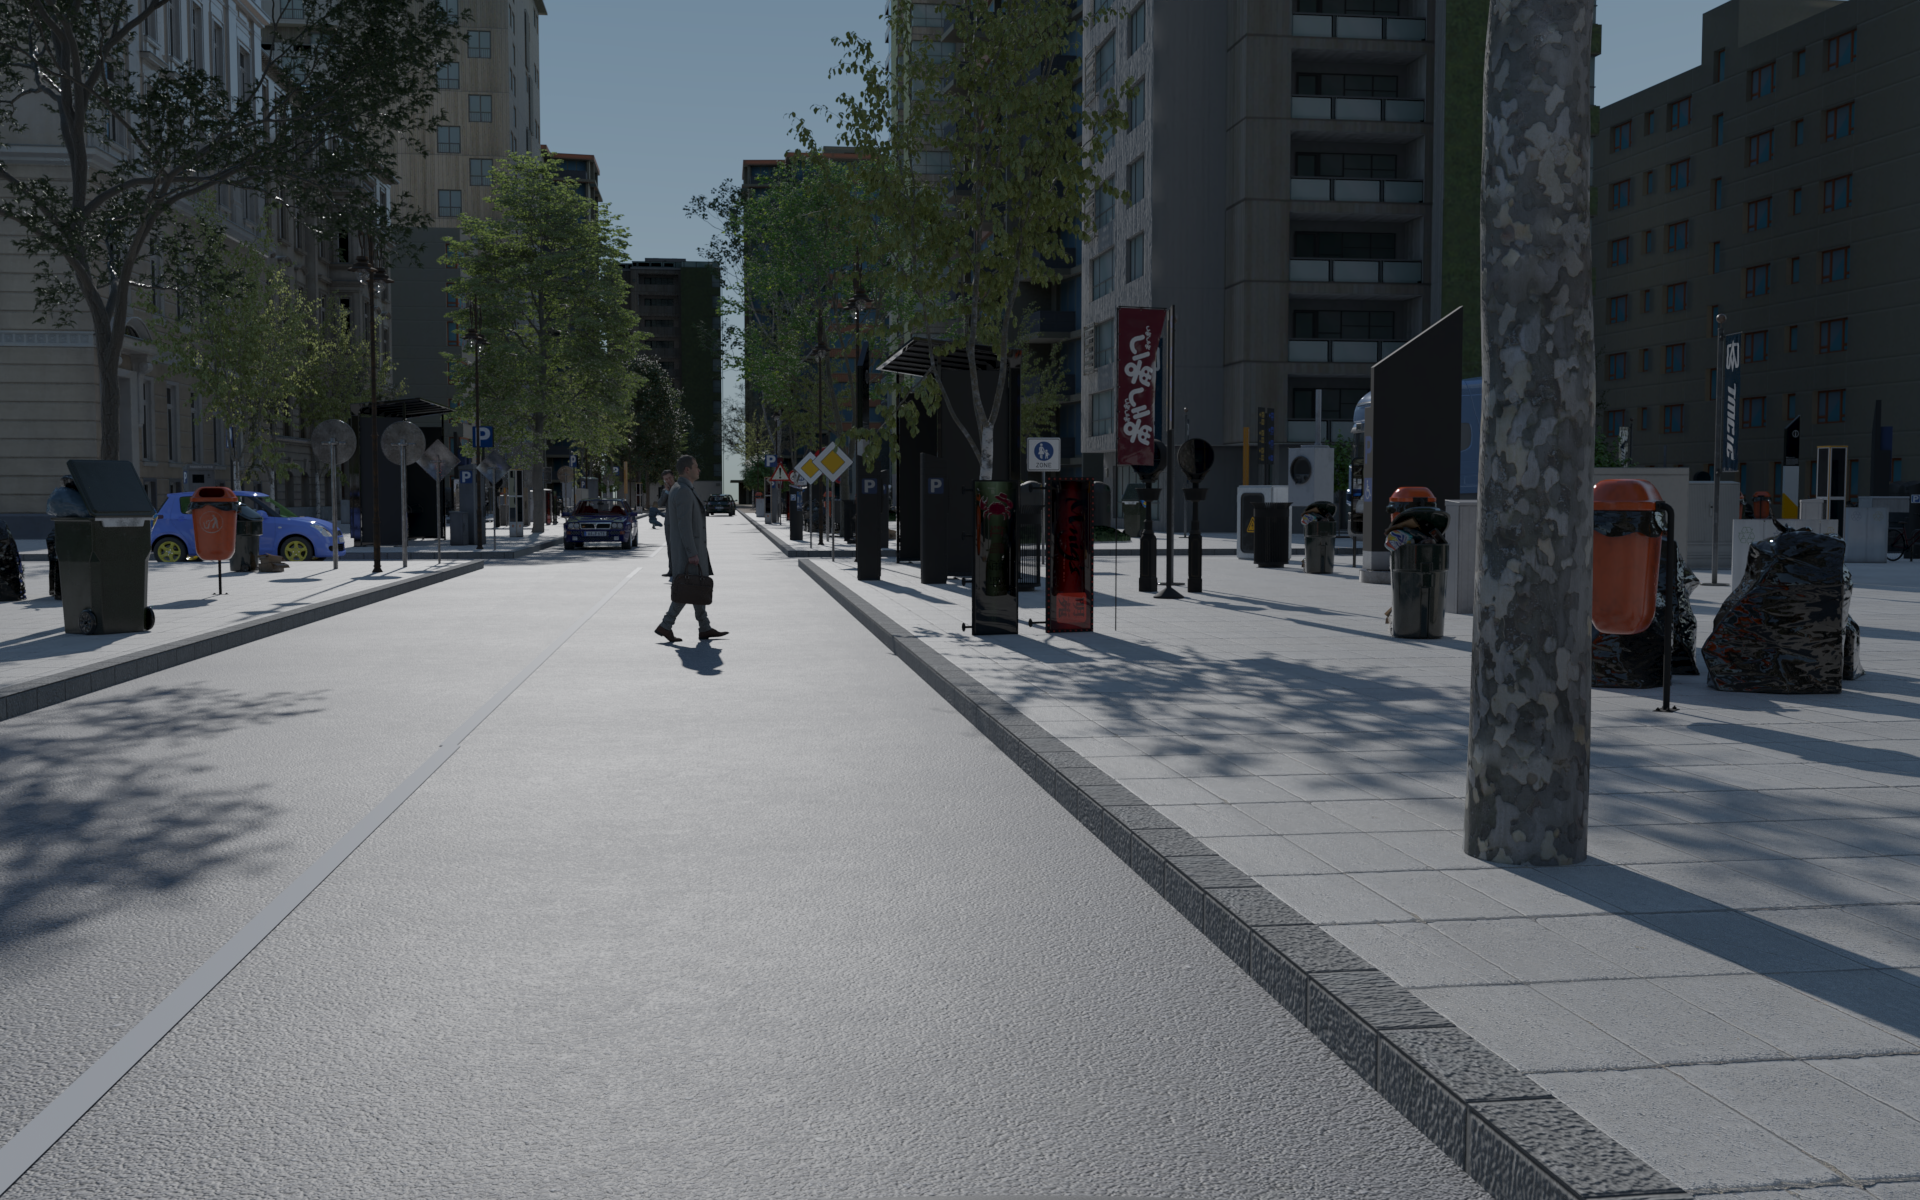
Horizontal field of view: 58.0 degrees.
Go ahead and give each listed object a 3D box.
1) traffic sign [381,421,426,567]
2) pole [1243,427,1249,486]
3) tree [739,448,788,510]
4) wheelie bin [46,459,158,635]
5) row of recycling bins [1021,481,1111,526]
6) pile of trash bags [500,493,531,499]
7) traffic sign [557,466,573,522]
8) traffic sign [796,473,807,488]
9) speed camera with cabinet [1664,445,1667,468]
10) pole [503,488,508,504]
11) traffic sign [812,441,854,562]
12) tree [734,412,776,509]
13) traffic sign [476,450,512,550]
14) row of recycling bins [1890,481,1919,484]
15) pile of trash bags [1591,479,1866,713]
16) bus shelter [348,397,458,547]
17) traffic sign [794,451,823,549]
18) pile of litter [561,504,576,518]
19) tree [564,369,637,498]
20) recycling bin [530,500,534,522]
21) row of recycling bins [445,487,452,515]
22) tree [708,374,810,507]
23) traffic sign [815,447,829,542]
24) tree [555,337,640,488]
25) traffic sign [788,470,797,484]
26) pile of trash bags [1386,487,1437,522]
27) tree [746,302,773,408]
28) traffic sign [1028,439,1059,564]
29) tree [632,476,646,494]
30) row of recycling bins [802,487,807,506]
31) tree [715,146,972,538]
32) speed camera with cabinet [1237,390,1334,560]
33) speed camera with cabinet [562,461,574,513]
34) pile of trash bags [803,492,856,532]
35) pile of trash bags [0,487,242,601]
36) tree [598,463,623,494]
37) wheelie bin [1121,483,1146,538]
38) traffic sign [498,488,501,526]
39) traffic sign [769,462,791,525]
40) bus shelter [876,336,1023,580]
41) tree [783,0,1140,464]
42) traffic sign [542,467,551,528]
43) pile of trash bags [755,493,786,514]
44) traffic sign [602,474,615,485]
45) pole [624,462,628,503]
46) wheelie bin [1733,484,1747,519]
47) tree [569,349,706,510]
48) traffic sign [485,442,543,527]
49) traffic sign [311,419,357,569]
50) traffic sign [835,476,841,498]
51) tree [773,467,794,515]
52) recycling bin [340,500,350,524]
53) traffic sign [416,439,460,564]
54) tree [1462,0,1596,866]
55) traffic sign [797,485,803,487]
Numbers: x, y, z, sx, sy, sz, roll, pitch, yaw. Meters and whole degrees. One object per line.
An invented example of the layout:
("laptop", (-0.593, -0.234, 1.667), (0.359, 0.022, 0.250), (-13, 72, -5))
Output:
("traffic sign", (-9.742, -1.848, 30.328), (0.768, 2.556, 0.104), (0, 4, -5))
("pole", (8.736, -3.613, 52.922), (0.158, 3.312, 0.155), (0, 3, 0))
("tree", (-13.970, -8.629, 124.796), (4.285, 4.588, 4.351), (0, 3, 0))
("wheelie bin", (-7.952, -0.495, 16.007), (0.693, 1.594, 0.980), (2, 4, 29))
("row of recycling bins", (3.340, -2.975, 55.752), (3.534, 1.692, 1.069), (-2, 4, -35))
("pile of trash bags", (-26.764, -5.736, 103.540), (1.912, 1.369, 3.447), (-3, 4, -38))
("traffic sign", (-17.918, -4.808, 78.717), (0.768, 2.556, 0.104), (0, 4, -2))
("traffic sign", (-7.482, -4.862, 81.616), (0.606, 2.300, 0.079), (0, 4, 0))
("speed camera with cabinet", (28.209, -4.676, 70.784), (0.660, 3.252, 2.038), (-1, 4, -12))
("pole", (-19.470, -4.912, 74.148), (0.158, 3.312, 0.155), (0, 3, 0))
("traffic sign", (-2.409, -1.785, 32.824), (0.795, 2.450, 0.064), (0, 4, -8))
("tree", (-17.996, -12.318, 151.765), (4.360, 8.622, 3.978), (0, 3, 0))
("traffic sign", (-10.690, -2.209, 39.756), (0.795, 2.450, 0.064), (0, 4, -8))
("row of recycling bins", (29.125, -2.769, 52.389), (1.069, 1.692, 3.534), (0, 4, -1))
("pile of trash bags", (4.828, -0.107, 11.495), (1.912, 1.369, 3.447), (3, 4, 36))
("bus shelter", (-14.385, -3.289, 45.060), (1.731, 3.624, 6.357), (0, 4, -8))
("traffic sign", (-3.513, -2.269, 40.733), (0.795, 2.450, 0.064), (0, 4, -8))
("pile of litter", (-20.610, -4.803, 92.498), (1.176, 0.858, 1.719), (-3, 4, -36))
("tree", (-19.765, -8.925, 96.280), (4.737, 8.622, 4.395), (0, 3, 0))
("recycling bin", (-19.511, -4.140, 80.236), (0.722, 1.027, 0.722), (1, 4, 22))
("row of recycling bins", (-31.342, -6.040, 105.863), (1.069, 1.692, 3.534), (-1, 4, -12))
("tree", (-19.761, -15.773, 168.263), (12.009, 13.543, 11.850), (0, 3, 0))
("traffic sign", (-3.571, -2.849, 46.683), (0.768, 2.556, 0.104), (0, 4, -2))
("tree", (-17.506, -8.052, 82.018), (4.360, 8.622, 3.978), (0, 3, 0))
("traffic sign", (-8.600, -5.528, 90.490), (0.768, 2.556, 0.104), (0, 4, -7))
("pile of trash bags", (7.065, -0.751, 22.038), (3.447, 1.369, 1.912), (-1, 4, -12))
("tree", (-5.741, -6.863, 62.573), (4.737, 8.622, 4.395), (0, 3, 0))
("traffic sign", (1.514, -1.795, 31.482), (0.606, 2.300, 0.079), (0, 4, -8))
("tree", (-28.571, -9.905, 156.541), (1.663, 3.219, 1.824), (0, 3, 0))
("row of recycling bins", (-9.519, -5.919, 103.887), (1.069, 1.692, 3.534), (0, 4, 6))
("tree", (-3.339, -7.668, 51.129), (9.928, 11.665, 9.643), (0, 3, 0))
("speed camera with cabinet", (6.235, -2.384, 33.313), (0.660, 3.252, 2.038), (-2, 4, -35))
("speed camera with cabinet", (-23.350, -6.652, 103.091), (0.660, 3.252, 2.038), (-1, 4, -10))
("pile of trash bags", (-4.460, -3.043, 59.503), (1.912, 1.369, 3.447), (0, 4, -7))
("pile of trash bags", (-10.749, -0.719, 21.504), (3.447, 1.369, 1.912), (-1, 4, -14))
("tree", (-21.669, -6.819, 106.091), (1.663, 3.219, 1.824), (0, 3, 0))
("wheelie bin", (5.208, -2.654, 51.296), (0.980, 1.594, 0.693), (3, 5, 41))
("traffic sign", (-18.275, -4.194, 68.684), (0.768, 2.556, 0.104), (0, 4, -3))
("traffic sign", (-7.338, -4.326, 70.738), (0.884, 2.594, 0.081), (0, 4, -5))
("bus shelter", (-0.263, -2.309, 29.042), (1.731, 3.624, 6.357), (0, 4, -8))
("tree", (0.199, -4.200, 19.040), (4.737, 8.622, 4.395), (0, 3, 0))
("traffic sign", (-15.761, -3.878, 65.528), (0.606, 2.300, 0.079), (0, 4, -4))
("pile of trash bags", (-12.341, -6.216, 111.380), (1.912, 1.369, 3.447), (1, 4, 16))
("traffic sign", (-21.003, -6.326, 103.542), (0.768, 2.556, 0.104), (0, 4, 0))
("pole", (-20.990, -7.030, 108.782), (0.158, 3.312, 0.155), (0, 3, 0))
("wheelie bin", (22.282, -2.571, 49.937), (0.693, 1.594, 0.980), (1, 4, 18))
("tree", (-25.496, -13.449, 136.903), (9.611, 12.733, 9.660), (0, 3, 0))
("traffic sign", (-17.526, -4.542, 68.131), (2.265, 3.308, 0.079), (0, 4, -2))
("traffic sign", (-10.689, -1.802, 29.576), (0.768, 2.556, 0.104), (0, 4, -2))
("traffic sign", (-5.705, -5.059, 82.824), (0.768, 2.556, 0.104), (0, 4, -5))
("tree", (-11.336, -6.939, 108.050), (1.663, 3.219, 1.824), (0, 3, 0))
("recycling bin", (-26.253, -3.800, 74.684), (0.722, 1.027, 0.722), (0, 4, -6))
("traffic sign", (-9.587, -1.725, 31.847), (0.795, 2.450, 0.064), (0, 4, -8))
("tree", (2.673, -9.235, 6.885), (12.611, 20.169, 13.585), (0, 3, 0))
("traffic sign", (-10.208, -6.749, 110.455), (0.768, 2.556, 0.104), (0, 4, 0))
